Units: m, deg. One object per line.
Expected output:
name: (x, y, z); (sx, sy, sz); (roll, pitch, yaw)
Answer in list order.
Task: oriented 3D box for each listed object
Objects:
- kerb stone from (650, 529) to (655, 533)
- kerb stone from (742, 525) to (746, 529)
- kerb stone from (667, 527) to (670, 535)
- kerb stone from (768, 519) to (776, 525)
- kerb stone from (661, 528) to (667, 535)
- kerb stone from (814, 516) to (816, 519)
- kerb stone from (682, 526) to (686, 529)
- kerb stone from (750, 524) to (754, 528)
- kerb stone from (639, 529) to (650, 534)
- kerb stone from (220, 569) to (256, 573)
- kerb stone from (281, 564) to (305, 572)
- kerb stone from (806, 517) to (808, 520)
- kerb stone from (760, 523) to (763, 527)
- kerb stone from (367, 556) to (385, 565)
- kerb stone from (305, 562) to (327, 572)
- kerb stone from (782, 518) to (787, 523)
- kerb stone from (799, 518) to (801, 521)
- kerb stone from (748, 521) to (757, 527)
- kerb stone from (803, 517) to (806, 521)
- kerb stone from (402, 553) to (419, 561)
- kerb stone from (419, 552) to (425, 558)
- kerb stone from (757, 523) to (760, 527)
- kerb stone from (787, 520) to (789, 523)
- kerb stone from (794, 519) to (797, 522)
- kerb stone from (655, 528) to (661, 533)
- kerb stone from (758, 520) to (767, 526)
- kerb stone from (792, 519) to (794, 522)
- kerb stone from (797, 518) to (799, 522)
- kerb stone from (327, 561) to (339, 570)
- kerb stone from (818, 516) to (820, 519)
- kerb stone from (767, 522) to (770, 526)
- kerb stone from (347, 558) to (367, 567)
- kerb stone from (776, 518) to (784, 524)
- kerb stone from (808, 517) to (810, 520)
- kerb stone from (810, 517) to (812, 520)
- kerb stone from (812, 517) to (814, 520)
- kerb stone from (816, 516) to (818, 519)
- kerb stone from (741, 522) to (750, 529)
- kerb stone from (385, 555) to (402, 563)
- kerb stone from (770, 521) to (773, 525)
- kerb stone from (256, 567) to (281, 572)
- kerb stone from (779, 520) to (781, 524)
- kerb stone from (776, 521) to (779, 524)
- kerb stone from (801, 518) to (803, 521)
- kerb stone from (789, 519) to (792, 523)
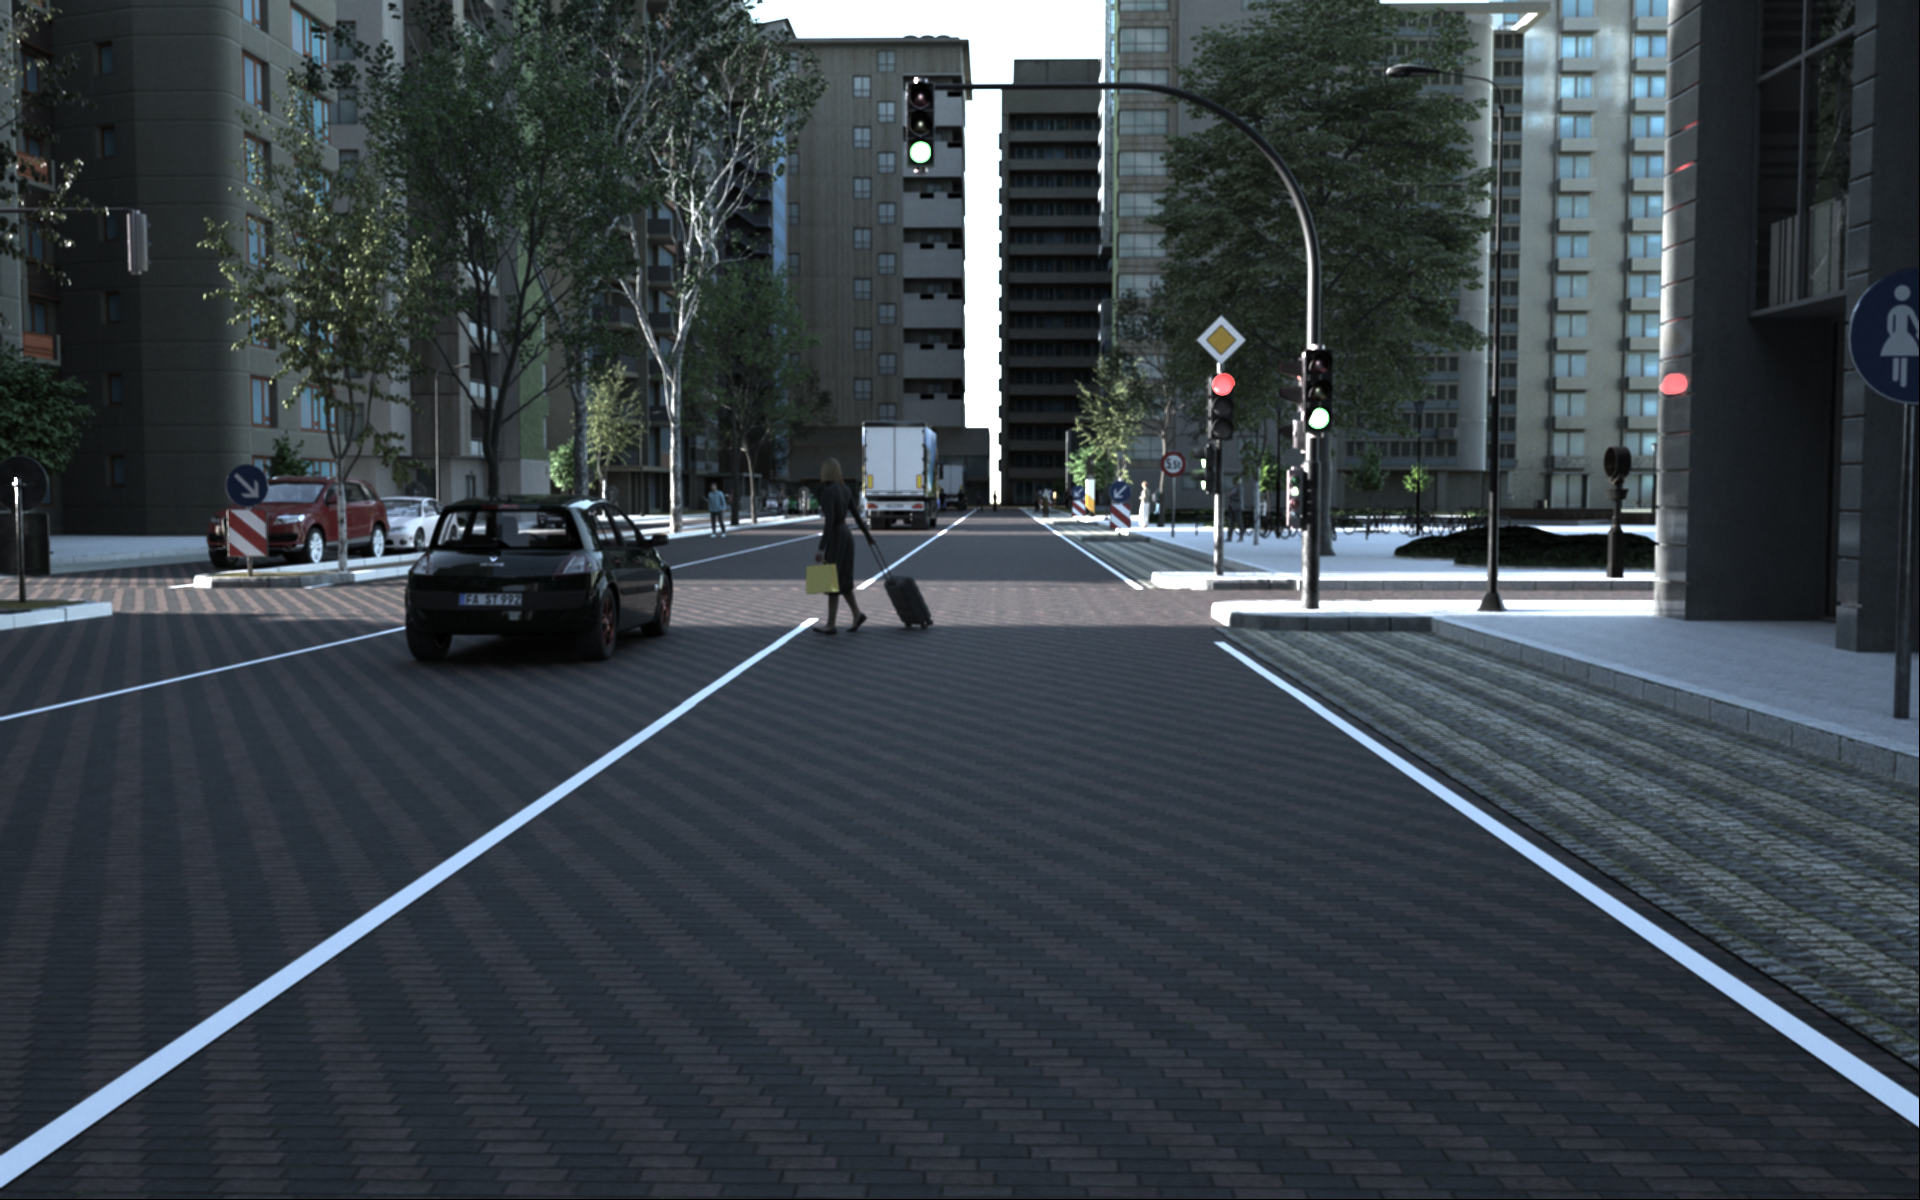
kerb stone: (-11.258, -2.468, 62.600); (0.120, 0.150, 1.000); (0, 4, 1)
kerb stone: (-8.968, -2.967, 70.792); (0.120, 0.150, 1.000); (0, 4, 1)
kerb stone: (-11.177, -2.657, 65.668); (0.120, 0.150, 1.000); (0, 4, 1)
kerb stone: (-8.759, -3.535, 80.006); (0.120, 0.150, 1.000); (0, 4, 1)
kerb stone: (-11.197, -2.596, 64.646); (0.120, 0.150, 1.000); (0, 4, 1)
kerb stone: (-8.359, -4.602, 97.441); (0.120, 0.150, 1.000); (0, 4, 1)
kerb stone: (-11.108, -2.846, 68.734); (0.120, 0.150, 1.000); (0, 4, 1)
kerb stone: (-8.920, -3.097, 72.835); (0.120, 0.150, 1.000); (0, 4, 1)
kerb stone: (-11.273, -2.408, 61.572); (0.120, 0.150, 1.000); (0, 4, 1)
kerb stone: (-12.024, -0.403, 28.785); (0.120, 0.150, 1.000); (0, 4, 1)
kerb stone: (-11.966, -0.528, 30.833); (0.120, 0.150, 1.000); (0, 4, 1)
kerb stone: (-8.455, -4.351, 93.340); (0.120, 0.150, 1.000); (0, 4, 1)
kerb stone: (-8.853, -3.286, 75.918); (0.120, 0.150, 1.000); (0, 4, 1)
kerb stone: (-11.875, -0.778, 34.922); (0.120, 0.150, 1.000); (0, 4, 1)
kerb stone: (-11.952, -0.589, 31.855); (0.120, 0.150, 1.000); (0, 4, 1)
kerb stone: (-8.660, -3.787, 84.116); (0.120, 0.150, 1.000); (0, 4, 1)
kerb stone: (-8.521, -4.162, 90.257); (0.120, 0.150, 1.000); (0, 4, 1)
kerb stone: (-8.899, -3.158, 73.870); (0.120, 0.150, 1.000); (0, 4, 1)
kerb stone: (-8.479, -4.288, 92.306); (0.120, 0.150, 1.000); (0, 4, 1)
kerb stone: (-11.829, -0.897, 36.975); (0.120, 0.150, 1.000); (0, 4, 1)
kerb stone: (-11.808, -0.967, 37.998); (0.120, 0.150, 1.000); (0, 4, 1)
kerb stone: (-8.871, -3.223, 74.892); (0.120, 0.150, 1.000); (0, 4, 1)
kerb stone: (-8.639, -3.850, 85.138); (0.120, 0.150, 1.000); (0, 4, 1)
kerb stone: (-8.573, -4.035, 88.206); (0.120, 0.150, 1.000); (0, 4, 1)
kerb stone: (-11.230, -2.534, 63.621); (0.120, 0.150, 1.000); (0, 4, 1)
kerb stone: (-8.825, -3.348, 76.940); (0.120, 0.150, 1.000); (0, 4, 1)
kerb stone: (-8.592, -3.975, 87.184); (0.120, 0.150, 1.000); (0, 4, 1)
kerb stone: (-8.553, -4.100, 89.228); (0.120, 0.150, 1.000); (0, 4, 1)
kerb stone: (-11.932, -0.653, 32.878); (0.120, 0.150, 1.000); (0, 4, 1)
kerb stone: (-8.309, -4.726, 99.495); (0.120, 0.150, 1.000); (0, 4, 1)
kerb stone: (-8.797, -3.410, 77.962); (0.120, 0.150, 1.000); (0, 4, 1)
kerb stone: (-11.904, -0.716, 33.900); (0.120, 0.150, 1.000); (0, 4, 1)
kerb stone: (-8.688, -3.722, 83.084); (0.120, 0.150, 1.000); (0, 4, 1)
kerb stone: (-8.435, -4.413, 94.366); (0.120, 0.150, 1.000); (0, 4, 1)
kerb stone: (-8.406, -4.476, 95.397); (0.120, 0.150, 1.000); (0, 4, 1)
kerb stone: (-8.382, -4.540, 96.419); (0.120, 0.150, 1.000); (0, 4, 1)
kerb stone: (-8.347, -4.665, 98.466); (0.120, 0.150, 1.000); (0, 4, 1)
kerb stone: (-8.940, -3.028, 71.813); (0.120, 0.150, 1.000); (0, 4, 1)
kerb stone: (-11.858, -0.834, 35.944); (0.120, 0.150, 1.000); (0, 4, 1)
kerb stone: (-8.782, -3.473, 78.984); (0.120, 0.150, 1.000); (0, 4, 1)
kerb stone: (-11.999, -0.459, 29.812); (0.120, 0.150, 1.000); (0, 4, 1)
kerb stone: (-8.712, -3.658, 82.058); (0.120, 0.150, 1.000); (0, 4, 1)
kerb stone: (-8.729, -3.599, 81.034); (0.120, 0.150, 1.000); (0, 4, 1)
kerb stone: (-8.505, -4.226, 91.284); (0.120, 0.150, 1.000); (0, 4, 1)
kerb stone: (-8.611, -3.907, 86.161); (0.120, 0.150, 1.000); (0, 4, 1)
